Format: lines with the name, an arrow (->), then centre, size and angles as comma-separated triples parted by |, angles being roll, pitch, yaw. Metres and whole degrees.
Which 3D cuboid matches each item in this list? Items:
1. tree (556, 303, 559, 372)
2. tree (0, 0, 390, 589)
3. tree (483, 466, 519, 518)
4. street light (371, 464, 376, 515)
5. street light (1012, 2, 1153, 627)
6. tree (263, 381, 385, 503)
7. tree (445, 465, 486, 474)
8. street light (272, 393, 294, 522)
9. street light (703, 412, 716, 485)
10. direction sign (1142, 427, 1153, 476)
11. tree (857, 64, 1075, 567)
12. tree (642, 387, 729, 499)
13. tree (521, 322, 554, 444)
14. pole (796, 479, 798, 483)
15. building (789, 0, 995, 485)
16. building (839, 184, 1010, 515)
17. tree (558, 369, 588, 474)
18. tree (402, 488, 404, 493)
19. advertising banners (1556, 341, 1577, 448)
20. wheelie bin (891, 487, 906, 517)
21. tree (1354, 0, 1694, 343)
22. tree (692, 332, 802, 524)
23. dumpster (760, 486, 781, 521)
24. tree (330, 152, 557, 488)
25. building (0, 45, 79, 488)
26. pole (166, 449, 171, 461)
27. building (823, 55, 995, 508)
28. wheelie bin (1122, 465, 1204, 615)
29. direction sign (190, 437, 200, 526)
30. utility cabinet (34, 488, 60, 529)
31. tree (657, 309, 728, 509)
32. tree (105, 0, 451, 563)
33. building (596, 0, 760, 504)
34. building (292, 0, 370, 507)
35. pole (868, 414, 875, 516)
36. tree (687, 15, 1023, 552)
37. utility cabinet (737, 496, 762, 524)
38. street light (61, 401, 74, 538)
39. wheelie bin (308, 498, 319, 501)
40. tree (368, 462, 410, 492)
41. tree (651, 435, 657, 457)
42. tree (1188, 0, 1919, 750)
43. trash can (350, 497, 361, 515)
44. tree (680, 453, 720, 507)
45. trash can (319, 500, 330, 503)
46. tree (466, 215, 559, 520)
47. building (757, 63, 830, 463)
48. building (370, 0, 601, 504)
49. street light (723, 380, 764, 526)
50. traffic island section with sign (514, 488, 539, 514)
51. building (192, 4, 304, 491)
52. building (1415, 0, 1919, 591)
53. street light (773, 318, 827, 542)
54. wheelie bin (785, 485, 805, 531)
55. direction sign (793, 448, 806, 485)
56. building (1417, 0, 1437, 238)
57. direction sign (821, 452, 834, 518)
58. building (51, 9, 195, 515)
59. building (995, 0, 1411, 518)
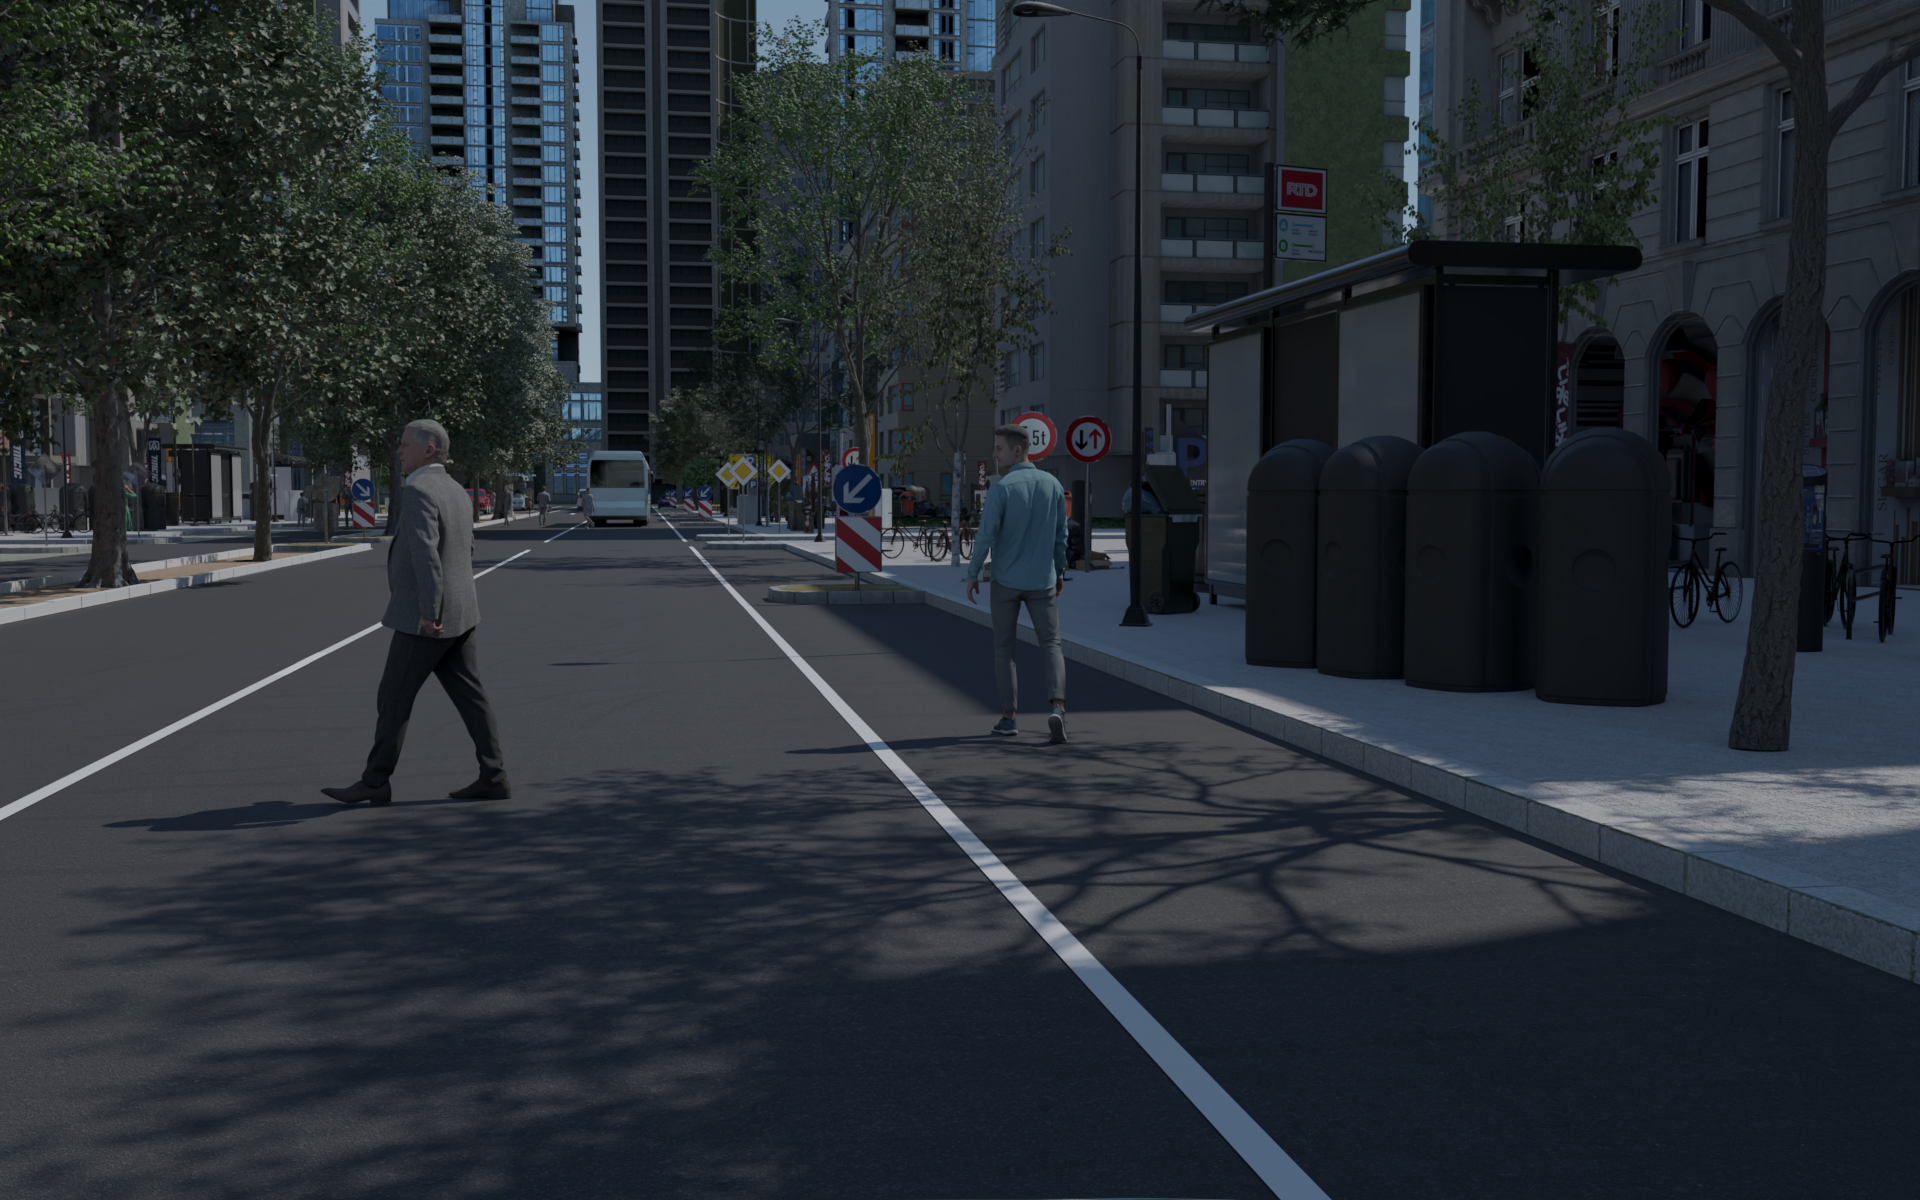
tree -> -21.886, -10.153, 75.115 | 9.857, 13.997, 8.962 | 0, 3, 0
tree -> -13.051, -6.535, 26.320 | 9.611, 12.733, 9.660 | 0, 3, 0
tree -> -28.181, -9.496, 108.086 | 4.360, 8.622, 3.978 | 0, 3, 0
street light -> -35.895, -8.243, 107.309 | 1.470, 5.913, 1.316 | -1, 4, -10
street light -> 1.181, -2.696, 16.620 | 1.470, 5.913, 1.316 | -1, 4, -10
tree -> -34.675, -9.835, 95.217 | 7.601, 10.594, 8.767 | 0, 4, -1
tree -> -47.714, -14.125, 165.351 | 8.767, 10.594, 7.601 | 0, 4, -1
street light -> -30.606, -6.494, 78.711 | 1.470, 5.913, 1.316 | -1, 4, -10
street light -> -13.812, -7.670, 97.947 | 1.470, 5.913, 1.316 | -1, 4, -10
direction sign -> 6.212, -4.089, 58.854 | 0.876, 3.537, 0.379 | -2, 4, -34
tree -> -0.049, -4.907, 30.597 | 4.360, 8.622, 3.978 | 0, 3, 0
tree -> -31.258, -17.895, 199.243 | 9.857, 13.997, 8.962 | 0, 3, 0
tree -> -23.855, -9.611, 85.347 | 9.928, 11.665, 9.643 | 0, 3, 0
pole -> -8.217, -5.750, 87.859 | 0.158, 3.312, 0.155 | 0, 3, 0
building -> -5.353, -52.973, 178.775 | 22.319, 86.520, 31.000 | -1, 4, -10
building -> 7.536, -16.387, 112.961 | 27.650, 21.520, 28.899 | -1, 4, -10
tree -> -25.383, -10.739, 95.050 | 9.611, 12.733, 9.660 | 0, 3, 0
tree -> -42.616, -8.491, 133.427 | 1.663, 3.219, 1.824 | 0, 3, 0
advertising banners -> 6.350, -1.425, 19.480 | 2.074, 3.025, 0.090 | -3, 5, -40
wheelie bin -> -2.638, -4.091, 74.799 | 0.980, 1.594, 0.693 | 1, 4, 10
tree -> 7.924, -4.497, 23.893 | 4.737, 8.622, 4.395 | 0, 3, 0
tree -> -8.284, -7.500, 72.985 | 4.360, 8.622, 3.978 | 0, 3, 0
dumpster -> -9.035, -4.654, 81.845 | 1.264, 1.857, 1.865 | -1, 4, -10
tree -> -20.229, -9.554, 65.314 | 9.857, 13.997, 8.962 | 0, 3, 0
building -> -102.749, -31.363, 167.407 | 28.867, 44.769, 22.147 | -1, 4, -10
pole -> -34.657, -5.019, 75.901 | 0.158, 3.312, 0.155 | 0, 3, 0
building -> 3.995, -28.264, 153.998 | 32.217, 40.220, 23.993 | -1, 4, -10
wheelie bin -> 2.152, -0.658, 18.674 | 0.693, 1.594, 0.980 | 3, 5, 45
direction sign -> -30.424, -4.694, 68.748 | 0.379, 3.537, 0.876 | -1, 4, -21
utility cabinet -> -33.184, -3.316, 62.896 | 1.173, 1.500, 0.318 | -1, 4, -21
tree -> -6.135, -7.846, 62.690 | 8.767, 10.594, 7.601 | -1, 4, -14
tree -> -14.577, -6.598, 36.089 | 9.928, 11.665, 9.643 | 0, 3, 0
building -> -37.095, -48.371, 229.120 | 20.611, 71.187, 20.563 | -1, 4, -10
building -> -74.500, -38.539, 172.116 | 28.212, 58.520, 21.231 | -1, 4, -10
pole -> -2.266, -3.084, 44.266 | 0.158, 3.312, 0.155 | 0, 3, 0
tree -> -2.223, -6.884, 38.312 | 9.928, 11.665, 9.643 | 0, 3, 0
utility cabinet -> -8.999, -3.842, 73.981 | 1.020, 1.237, 0.306 | -2, 4, -25
street light -> -25.344, -4.744, 50.108 | 1.470, 5.913, 1.316 | -1, 4, -10
wheelie bin -> -35.008, -5.253, 93.789 | 0.980, 1.594, 0.693 | -1, 4, -21
tree -> -40.704, -8.609, 124.474 | 4.285, 4.588, 4.351 | 0, 3, 0
tree -> -16.174, -11.292, 119.043 | 8.767, 10.594, 7.601 | 1, 4, 9
tree -> 4.339, -4.517, 8.264 | 7.601, 10.594, 8.767 | 1, 4, 21
trash can -> -36.164, -5.624, 103.613 | 0.748, 1.137, 0.748 | 0, 3, 0
tree -> -20.622, -9.487, 138.833 | 4.285, 4.588, 4.351 | 0, 3, 0
trash can -> -36.071, -5.296, 98.249 | 0.748, 1.137, 0.748 | 0, 3, 0
tree -> -18.232, -8.327, 55.617 | 9.611, 12.733, 9.660 | 0, 3, 0
building -> -13.298, -42.389, 235.062 | 28.212, 58.520, 21.231 | -1, 4, -10
building -> -62.676, -55.805, 225.086 | 31.000, 86.520, 22.319 | -1, 4, -10
street light -> -8.601, -5.920, 69.335 | 1.470, 5.913, 1.316 | -1, 4, -10
traffic island section with sign -> -31.224, -7.167, 125.323 | 2.006, 1.907, 1.989 | -1, 4, -10
building -> -64.084, -50.201, 133.457 | 22.319, 86.520, 31.000 | -1, 4, -10
building -> 17.808, -11.261, 25.918 | 13.314, 21.916, 24.055 | -1, 4, -10
street light -> -4.275, -4.491, 45.969 | 1.470, 5.913, 1.316 | -1, 4, -10
wheelie bin -> -5.616, -3.199, 60.212 | 0.980, 1.594, 0.693 | -2, 4, -27
direction sign -> -7.931, -5.708, 85.318 | 0.379, 3.537, 0.876 | 3, 5, 41
building -> 38.436, -28.368, 83.427 | 30.456, 49.044, 23.786 | -1, 4, -10
direction sign -> -7.282, -6.250, 94.189 | 0.876, 3.537, 0.379 | -1, 4, -21
building -> -53.512, -25.428, 99.341 | 14.154, 41.232, 14.086 | -1, 4, -10
building -> 9.591, -23.827, 73.170 | 14.086, 41.232, 14.154 | -1, 4, -10
